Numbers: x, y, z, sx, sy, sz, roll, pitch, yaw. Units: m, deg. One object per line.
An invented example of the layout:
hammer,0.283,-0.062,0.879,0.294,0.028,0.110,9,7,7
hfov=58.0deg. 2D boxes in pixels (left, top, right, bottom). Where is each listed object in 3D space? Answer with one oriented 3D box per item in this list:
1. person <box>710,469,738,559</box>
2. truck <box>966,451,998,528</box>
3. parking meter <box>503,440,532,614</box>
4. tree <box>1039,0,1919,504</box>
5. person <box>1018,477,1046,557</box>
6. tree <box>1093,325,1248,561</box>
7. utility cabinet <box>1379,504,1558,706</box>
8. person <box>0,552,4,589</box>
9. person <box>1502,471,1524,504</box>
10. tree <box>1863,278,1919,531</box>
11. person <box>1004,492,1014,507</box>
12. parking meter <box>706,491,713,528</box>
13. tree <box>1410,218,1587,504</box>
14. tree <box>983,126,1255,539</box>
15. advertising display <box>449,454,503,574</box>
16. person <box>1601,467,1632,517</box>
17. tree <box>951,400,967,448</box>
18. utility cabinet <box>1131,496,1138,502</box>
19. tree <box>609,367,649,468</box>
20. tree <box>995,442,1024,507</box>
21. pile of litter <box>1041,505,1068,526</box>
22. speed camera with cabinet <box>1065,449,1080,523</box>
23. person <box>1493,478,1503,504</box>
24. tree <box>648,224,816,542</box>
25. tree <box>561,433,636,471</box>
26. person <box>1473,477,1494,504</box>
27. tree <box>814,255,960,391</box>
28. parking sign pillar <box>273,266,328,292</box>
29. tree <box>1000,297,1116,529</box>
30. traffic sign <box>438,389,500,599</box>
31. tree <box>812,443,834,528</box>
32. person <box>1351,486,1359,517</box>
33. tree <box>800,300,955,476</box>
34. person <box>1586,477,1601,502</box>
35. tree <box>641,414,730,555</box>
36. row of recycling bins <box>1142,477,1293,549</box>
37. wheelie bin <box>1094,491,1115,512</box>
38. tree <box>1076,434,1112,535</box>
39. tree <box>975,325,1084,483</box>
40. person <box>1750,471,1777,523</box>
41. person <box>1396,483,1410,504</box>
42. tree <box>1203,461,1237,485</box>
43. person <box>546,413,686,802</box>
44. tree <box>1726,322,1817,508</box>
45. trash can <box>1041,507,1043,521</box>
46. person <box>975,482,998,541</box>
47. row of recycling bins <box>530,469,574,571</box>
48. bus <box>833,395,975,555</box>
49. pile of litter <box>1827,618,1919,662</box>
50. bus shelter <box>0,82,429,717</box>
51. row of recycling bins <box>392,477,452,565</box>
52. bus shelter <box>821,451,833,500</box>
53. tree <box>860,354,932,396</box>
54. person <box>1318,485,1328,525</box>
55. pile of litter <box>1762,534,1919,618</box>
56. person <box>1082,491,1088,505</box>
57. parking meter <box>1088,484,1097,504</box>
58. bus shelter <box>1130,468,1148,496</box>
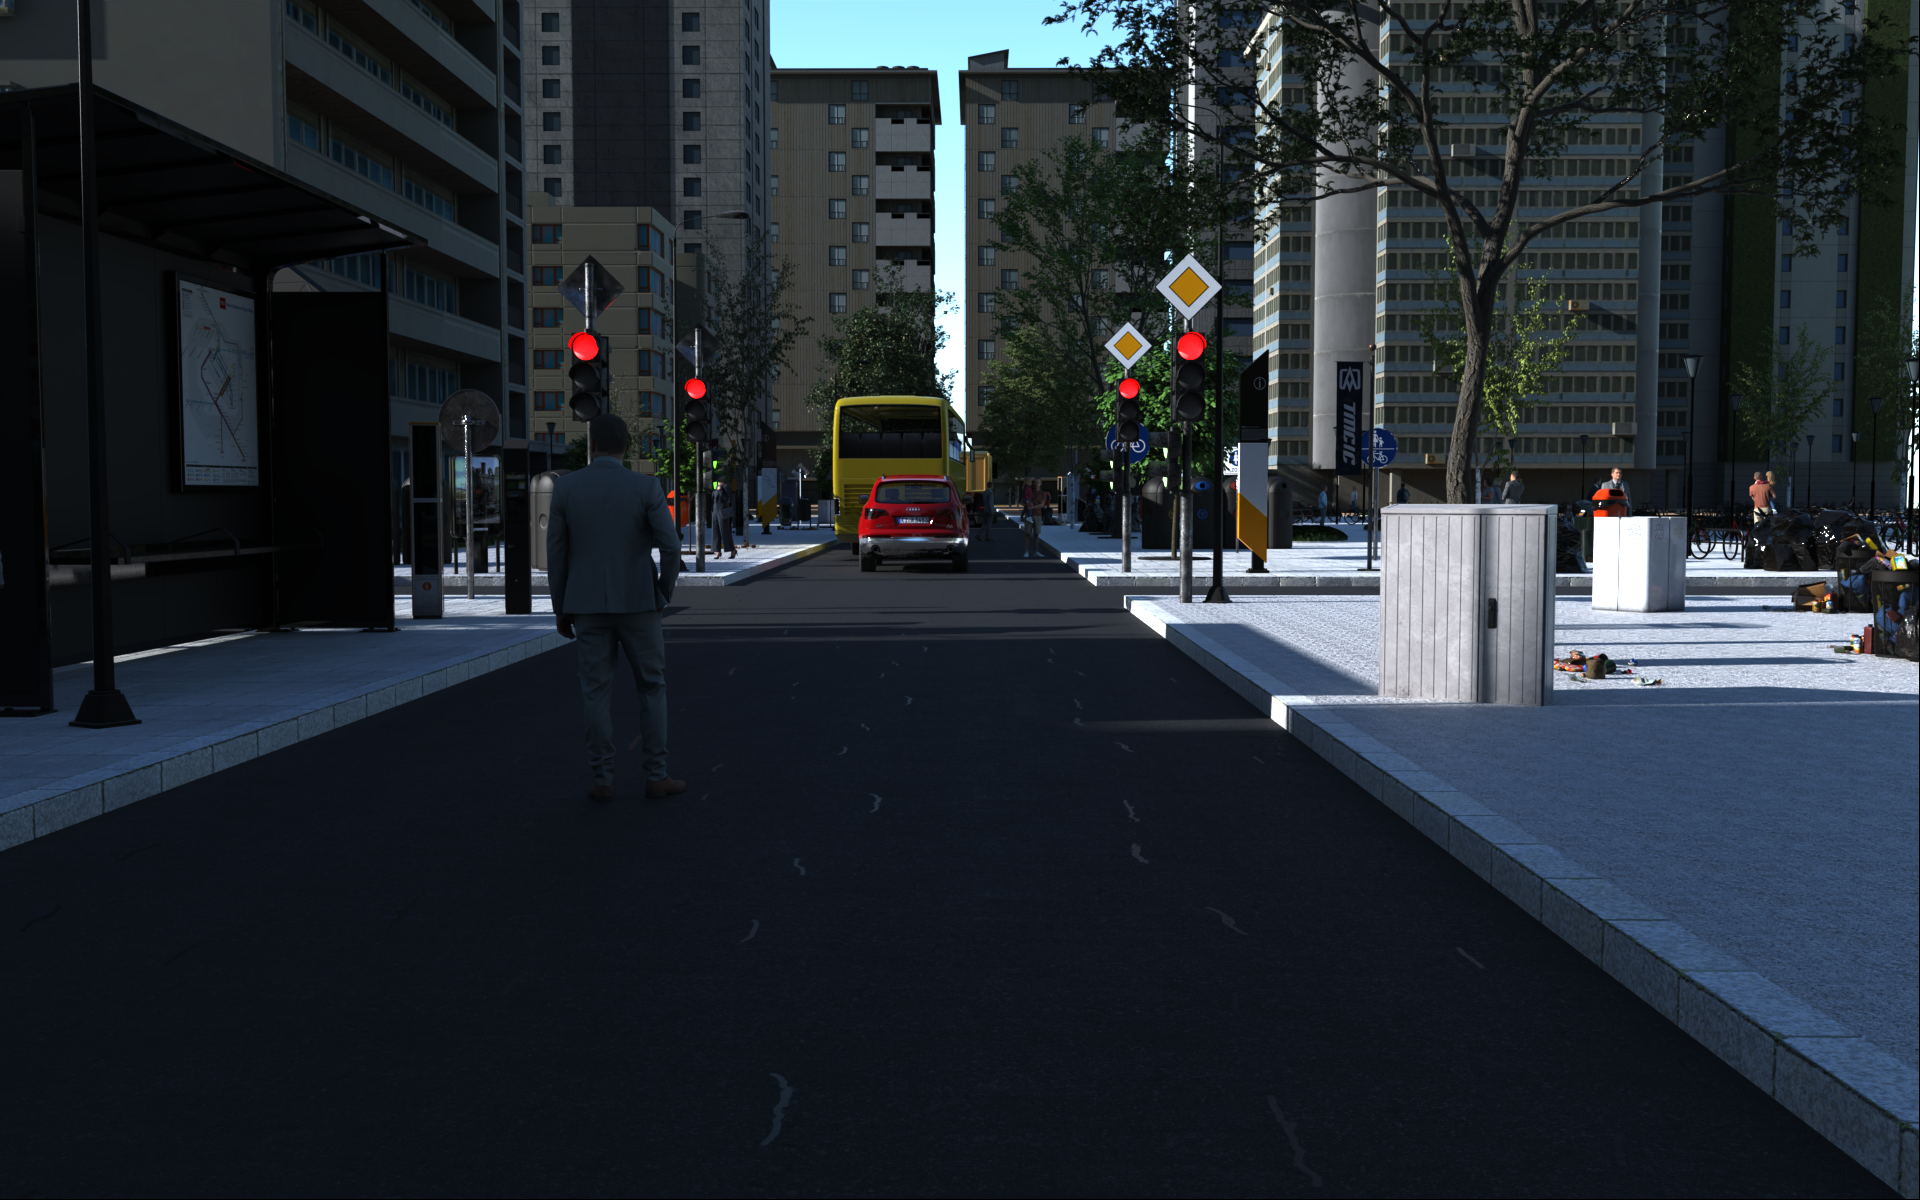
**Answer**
person,-4.711,-1.701,34.274,0.576,1.772,0.534,2,4,25
truck,0.039,-4.957,76.976,3.469,3.379,9.791,0,4,0
parking meter,-4.745,-0.786,18.568,0.255,1.863,0.399,-1,4,-10
tree,4.280,-4.871,14.058,8.767,10.594,7.601,-2,4,-31
person,1.617,-1.883,39.263,0.573,1.828,0.580,3,5,41
tree,4.161,-3.070,33.905,4.285,4.588,4.351,0,3,0
utility cabinet,3.154,0.022,10.795,1.020,1.237,0.306,2,4,31
person,-4.998,0.011,8.455,0.503,1.515,0.523,2,4,23
person,13.644,-2.270,42.967,0.655,1.846,0.447,-1,4,-20
tree,33.043,-6.711,60.087,4.737,8.622,4.395,0,3,0
person,5.072,-10.487,177.130,1.348,1.869,0.705,-3,5,-42
parking meter,-9.339,-3.627,65.013,0.255,1.863,0.399,-2,4,-31
tree,14.188,-5.877,46.452,4.737,8.622,4.395,0,3,0
tree,4.503,-7.568,49.488,9.928,11.665,9.643,0,3,0
advertising display,-7.836,-1.397,28.060,0.123,1.923,0.974,2,4,35
person,12.847,-1.703,33.989,0.694,1.812,0.767,0,4,-1
tree,-4.579,-15.958,171.284,12.009,13.543,11.850,0,3,0
utility cabinet,6.509,-3.347,65.881,0.306,1.237,1.020,-2,4,-33
tree,-19.481,-9.086,98.919,4.360,8.622,3.978,0,3,0
tree,5.082,-13.289,167.630,4.360,8.622,3.978,0,3,0
pile of litter,3.832,-3.495,71.110,1.176,0.858,1.719,0,4,6
speed camera with cabinet,4.868,-5.075,77.312,0.660,3.252,2.038,0,4,-7
person,16.860,-2.957,54.567,0.728,1.800,0.709,0,4,-6
tree,-6.028,-5.884,46.569,4.360,8.622,3.978,0,3,0
tree,-16.668,-5.878,79.814,4.285,4.588,4.351,0,3,0
person,15.417,-2.730,51.036,0.532,1.782,0.716,0,4,-2
tree,-6.019,-17.410,140.535,12.611,20.169,13.585,0,3,0
parking sign pillar,-6.676,-1.755,17.172,1.447,3.967,1.447,1,4,18
tree,4.379,-6.919,63.491,4.737,8.622,4.395,0,3,0
traffic sign,-5.970,-1.282,21.070,0.768,2.556,0.104,0,4,4
tree,-4.787,-4.352,65.753,1.663,3.219,1.824,0,3,0
person,22.272,-5.555,97.541,0.598,1.740,0.731,-1,4,-21
tree,-4.688,-11.352,102.614,9.611,12.733,9.660,0,3,0
person,21.138,-3.163,57.540,0.755,1.850,0.659,1,4,16
tree,-5.641,-2.583,36.841,1.663,3.219,1.824,0,3,0
row of recycling bins,6.031,-2.054,40.703,3.534,1.692,1.069,0,4,-5
wheelie bin,5.313,-3.349,62.670,0.693,1.594,0.980,3,4,37
tree,4.453,-3.678,54.736,1.663,3.219,1.824,0,3,0
tree,4.928,-12.120,116.282,7.486,12.596,7.792,0,3,0
person,19.248,-2.166,41.434,0.580,1.828,0.573,-1,4,-17
person,21.541,-4.797,84.462,0.794,1.824,0.713,2,4,29
tree,9.257,-4.093,61.519,1.663,3.219,1.824,0,3,0
person,-1.615,0.028,8.146,0.635,1.810,0.391,-1,4,-10
tree,35.205,-7.558,73.938,4.737,8.622,4.395,0,3,0
trash can,3.466,-4.085,78.440,0.748,1.137,0.748,0,3,0
person,0.890,-2.730,53.252,0.853,1.813,0.709,-2,4,-29
row of recycling bins,-7.051,-1.426,30.421,1.069,1.692,3.534,-1,4,-15
bus,-1.265,-3.183,43.588,2.896,3.916,12.252,0,4,2
pile of litter,7.629,0.016,13.703,1.176,0.858,1.719,0,4,5
bus shelter,-5.788,-1.329,13.019,1.731,3.624,6.357,0,4,1
row of recycling bins,-10.930,-1.466,31.077,3.534,1.692,1.069,-3,4,-37
bus shelter,-6.295,-6.205,92.741,1.731,3.624,6.357,0,4,1
tree,-4.626,-12.310,119.392,7.486,12.596,7.792,0,3,0
person,12.792,-3.248,60.953,0.330,1.601,0.589,0,4,7
pile of litter,9.682,-0.307,18.991,1.719,0.858,1.176,1,4,18
person,8.855,-6.941,119.471,0.705,1.831,1.348,3,4,37
parking meter,5.348,-3.898,69.445,0.399,1.863,0.255,0,4,7
bus shelter,7.535,-5.368,79.042,1.731,3.624,6.357,0,4,1
